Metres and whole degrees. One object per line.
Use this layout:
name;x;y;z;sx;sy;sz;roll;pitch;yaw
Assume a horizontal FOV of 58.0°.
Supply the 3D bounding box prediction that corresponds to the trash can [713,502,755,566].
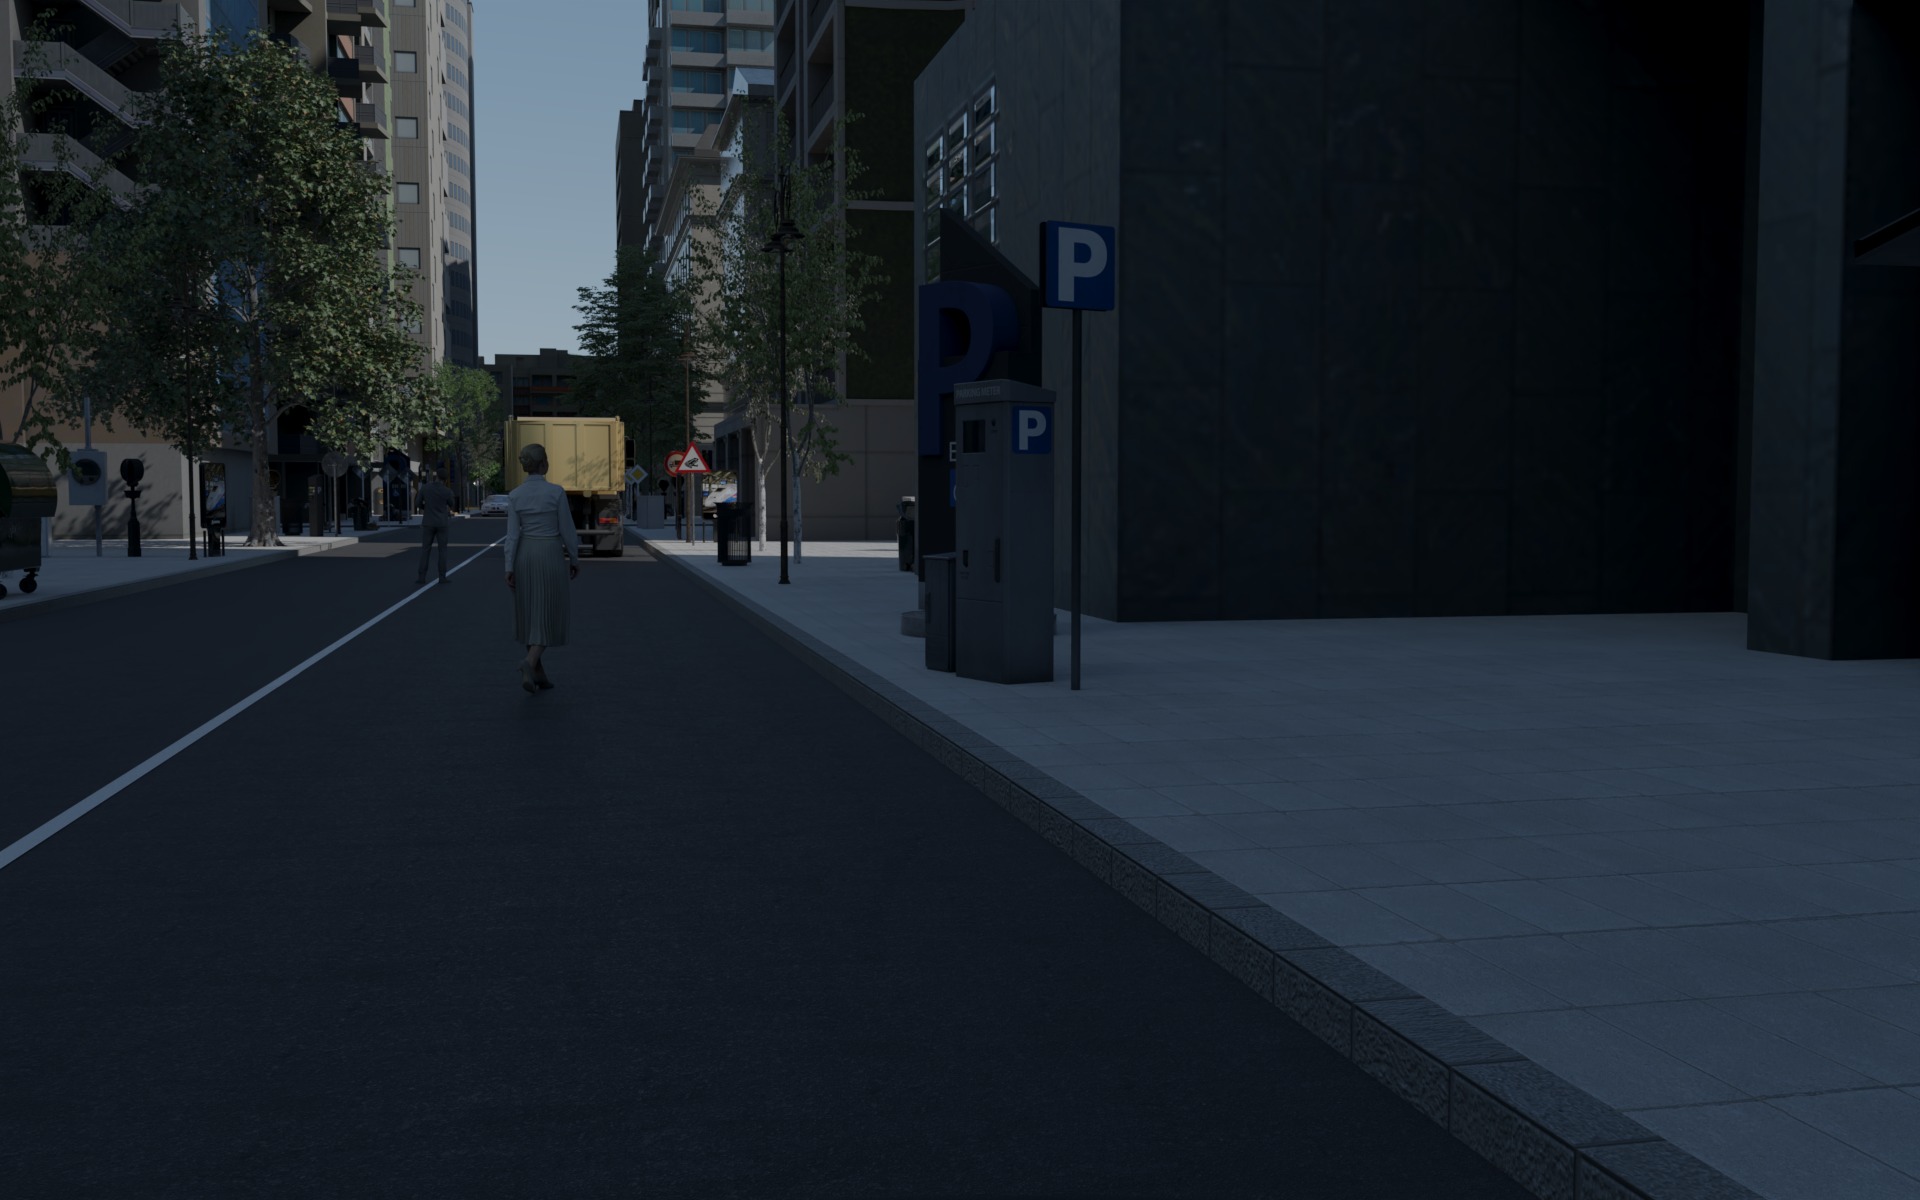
trash can;-4.032;-1.179;30.925;0.748;1.137;0.748;0;3;0

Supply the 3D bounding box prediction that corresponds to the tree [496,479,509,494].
tree;-47.944;-11.388;180.790;1.663;3.219;1.824;0;3;0

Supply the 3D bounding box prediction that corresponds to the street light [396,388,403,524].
street light;-23.919;-6.184;73.888;0.468;5.910;1.993;-1;4;-13

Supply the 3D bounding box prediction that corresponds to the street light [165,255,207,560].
street light;-14.967;-3.721;33.629;0.468;5.910;1.993;-1;4;-13

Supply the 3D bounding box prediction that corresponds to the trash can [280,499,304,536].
trash can;-20.686;-2.569;53.649;0.748;1.137;0.748;0;3;0

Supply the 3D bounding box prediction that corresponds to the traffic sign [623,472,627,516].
traffic sign;-19.522;-6.147;100.612;0.768;2.556;0.104;-1;4;-11

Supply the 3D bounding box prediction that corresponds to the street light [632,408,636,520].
street light;-15.967;-6.838;84.584;0.468;5.910;1.993;-1;4;-13

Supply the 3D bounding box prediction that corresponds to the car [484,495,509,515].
car;-31.766;-6.561;119.634;2.083;1.381;4.827;-1;4;-12

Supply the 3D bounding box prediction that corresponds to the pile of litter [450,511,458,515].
pile of litter;-30.763;-5.515;104.142;1.176;0.858;1.719;0;4;-6

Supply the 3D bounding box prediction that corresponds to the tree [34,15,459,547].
tree;-17.198;-7.648;42.059;9.611;12.733;9.660;0;3;0

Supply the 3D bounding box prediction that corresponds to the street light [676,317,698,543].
street light;-7.138;-4.439;45.373;0.468;5.910;1.993;-1;4;-13

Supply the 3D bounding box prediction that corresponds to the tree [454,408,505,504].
tree;-40.201;-11.929;145.397;4.360;8.622;3.978;0;3;0

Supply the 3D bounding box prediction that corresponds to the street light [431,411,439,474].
street light;-28.633;-7.463;94.814;0.468;5.910;1.993;-1;4;-13

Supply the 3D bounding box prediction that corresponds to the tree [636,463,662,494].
tree;-16.796;-6.004;92.762;1.663;3.219;1.824;0;3;0

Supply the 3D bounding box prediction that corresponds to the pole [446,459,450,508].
pole;-29.787;-6.540;100.770;0.158;3.312;0.155;0;3;0

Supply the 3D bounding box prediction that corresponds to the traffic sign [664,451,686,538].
traffic sign;-8.296;-3.104;50.862;0.768;2.556;0.104;0;4;-3

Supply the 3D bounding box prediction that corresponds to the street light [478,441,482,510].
street light;-38.127;-10.072;137.471;0.468;5.910;1.993;-1;4;-13

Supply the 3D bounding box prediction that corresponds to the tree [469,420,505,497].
tree;-44.150;-12.960;162.251;4.737;8.622;4.395;0;3;0

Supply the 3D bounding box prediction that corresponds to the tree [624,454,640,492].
tree;-23.103;-8.327;119.862;4.285;4.588;4.351;0;3;0

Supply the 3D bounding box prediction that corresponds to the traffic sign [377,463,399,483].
traffic sign;-21.557;-3.857;65.256;0.795;2.593;0.064;-1;4;-13

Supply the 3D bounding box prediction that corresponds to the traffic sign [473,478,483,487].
traffic sign;-39.078;-8.601;140.355;0.795;2.593;0.064;-1;4;-9

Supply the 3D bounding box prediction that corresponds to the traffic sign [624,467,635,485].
traffic sign;-14.225;-4.456;75.051;0.795;2.593;0.064;-1;4;-13

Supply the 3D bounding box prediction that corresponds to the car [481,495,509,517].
car;-29.685;-6.052;111.319;2.083;1.381;4.827;-1;4;-12

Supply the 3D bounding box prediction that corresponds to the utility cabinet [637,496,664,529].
utility cabinet;-11.575;-3.281;64.799;1.020;1.237;0.306;1;4;21

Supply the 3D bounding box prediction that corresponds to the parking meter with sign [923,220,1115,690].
parking meter with sign;0.320;-0.960;11.953;0.543;3.016;1.738;-2;4;-32

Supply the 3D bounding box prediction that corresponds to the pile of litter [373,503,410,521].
pile of litter;-26.894;-4.139;81.639;1.719;0.858;1.176;0;4;1

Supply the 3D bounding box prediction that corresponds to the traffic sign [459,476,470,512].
traffic sign;-35.789;-7.645;125.105;0.768;2.556;0.104;0;4;-5

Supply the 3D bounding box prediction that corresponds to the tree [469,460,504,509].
tree;-41.311;-10.231;150.995;4.285;4.588;4.351;0;3;0

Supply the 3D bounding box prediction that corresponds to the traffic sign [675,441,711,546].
traffic sign;-6.606;-2.619;42.822;0.884;2.594;0.081;0;4;-7

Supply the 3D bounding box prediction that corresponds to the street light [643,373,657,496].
street light;-11.814;-5.713;66.196;0.468;5.910;1.993;-1;4;-13

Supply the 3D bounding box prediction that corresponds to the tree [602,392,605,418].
tree;-18.691;-8.976;97.113;4.737;8.622;4.395;0;3;0

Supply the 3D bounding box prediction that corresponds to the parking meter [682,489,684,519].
parking meter;-14.553;-5.004;90.224;0.372;1.533;0.369;0;3;0

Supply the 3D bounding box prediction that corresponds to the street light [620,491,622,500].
street light;-20.670;-8.113;105.428;0.468;5.910;1.993;-1;4;-13

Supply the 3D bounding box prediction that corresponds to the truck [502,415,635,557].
truck;-9.643;-2.854;42.595;3.469;3.379;9.791;-1;4;-12

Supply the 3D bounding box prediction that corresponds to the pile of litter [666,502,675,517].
pile of litter;-16.924;-5.205;99.072;1.176;0.858;1.719;1;4;20

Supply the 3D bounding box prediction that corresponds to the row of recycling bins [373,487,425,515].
row of recycling bins;-34.161;-6.055;106.108;3.534;1.692;1.069;0;4;-4

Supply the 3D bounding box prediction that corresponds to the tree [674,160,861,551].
tree;-4.366;-5.387;38.437;4.360;8.622;3.978;0;3;0

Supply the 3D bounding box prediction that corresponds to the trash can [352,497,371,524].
trash can;-25.603;-3.822;74.145;0.748;1.137;0.748;0;3;0

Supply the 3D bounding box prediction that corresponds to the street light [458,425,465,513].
street light;-33.454;-8.772;116.214;0.468;5.910;1.993;-1;4;-13

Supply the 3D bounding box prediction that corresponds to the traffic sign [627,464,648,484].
traffic sign;-12.482;-3.980;67.258;0.795;2.593;0.064;-1;4;-13

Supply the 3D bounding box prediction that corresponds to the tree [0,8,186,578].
tree;-14.289;-4.638;26.189;4.737;8.622;4.395;0;3;0

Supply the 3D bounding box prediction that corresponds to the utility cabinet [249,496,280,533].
utility cabinet;-22.795;-2.789;56.763;1.020;1.237;0.306;1;4;19

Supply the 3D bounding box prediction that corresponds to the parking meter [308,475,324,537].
parking meter;-19.276;-2.820;51.823;0.255;1.863;0.399;1;4;15

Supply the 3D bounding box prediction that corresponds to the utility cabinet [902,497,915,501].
utility cabinet;-0.829;-1.721;39.292;1.020;1.237;0.306;-3;5;-44

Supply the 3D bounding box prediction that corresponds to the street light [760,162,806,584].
street light;-2.506;-3.165;24.539;0.468;5.910;1.993;-1;4;-13

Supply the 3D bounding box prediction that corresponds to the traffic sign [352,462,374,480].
traffic sign;-22.245;-3.962;64.515;0.795;2.593;0.064;0;4;-6

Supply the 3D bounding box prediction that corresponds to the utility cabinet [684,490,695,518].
utility cabinet;-14.450;-5.124;92.458;0.318;1.500;1.173;0;4;5

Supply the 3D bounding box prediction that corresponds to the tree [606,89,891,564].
tree;-3.111;-4.959;31.439;4.737;8.622;4.395;0;3;0

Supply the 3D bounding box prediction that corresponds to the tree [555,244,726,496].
tree;-14.634;-9.875;79.581;7.486;12.596;7.792;0;3;0

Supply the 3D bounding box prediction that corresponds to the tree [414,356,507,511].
tree;-38.135;-12.605;131.847;9.928;11.665;9.643;0;3;0

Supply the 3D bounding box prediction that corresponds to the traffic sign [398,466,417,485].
traffic sign;-23.300;-4.334;73.049;0.795;2.593;0.064;-1;4;-13

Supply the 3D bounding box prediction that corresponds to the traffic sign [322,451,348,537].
traffic sign;-18.627;-3.153;51.651;0.768;2.556;0.104;0;4;-8

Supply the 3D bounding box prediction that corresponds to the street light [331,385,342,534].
street light;-19.809;-5.033;55.071;0.468;5.910;1.993;-1;4;-13
